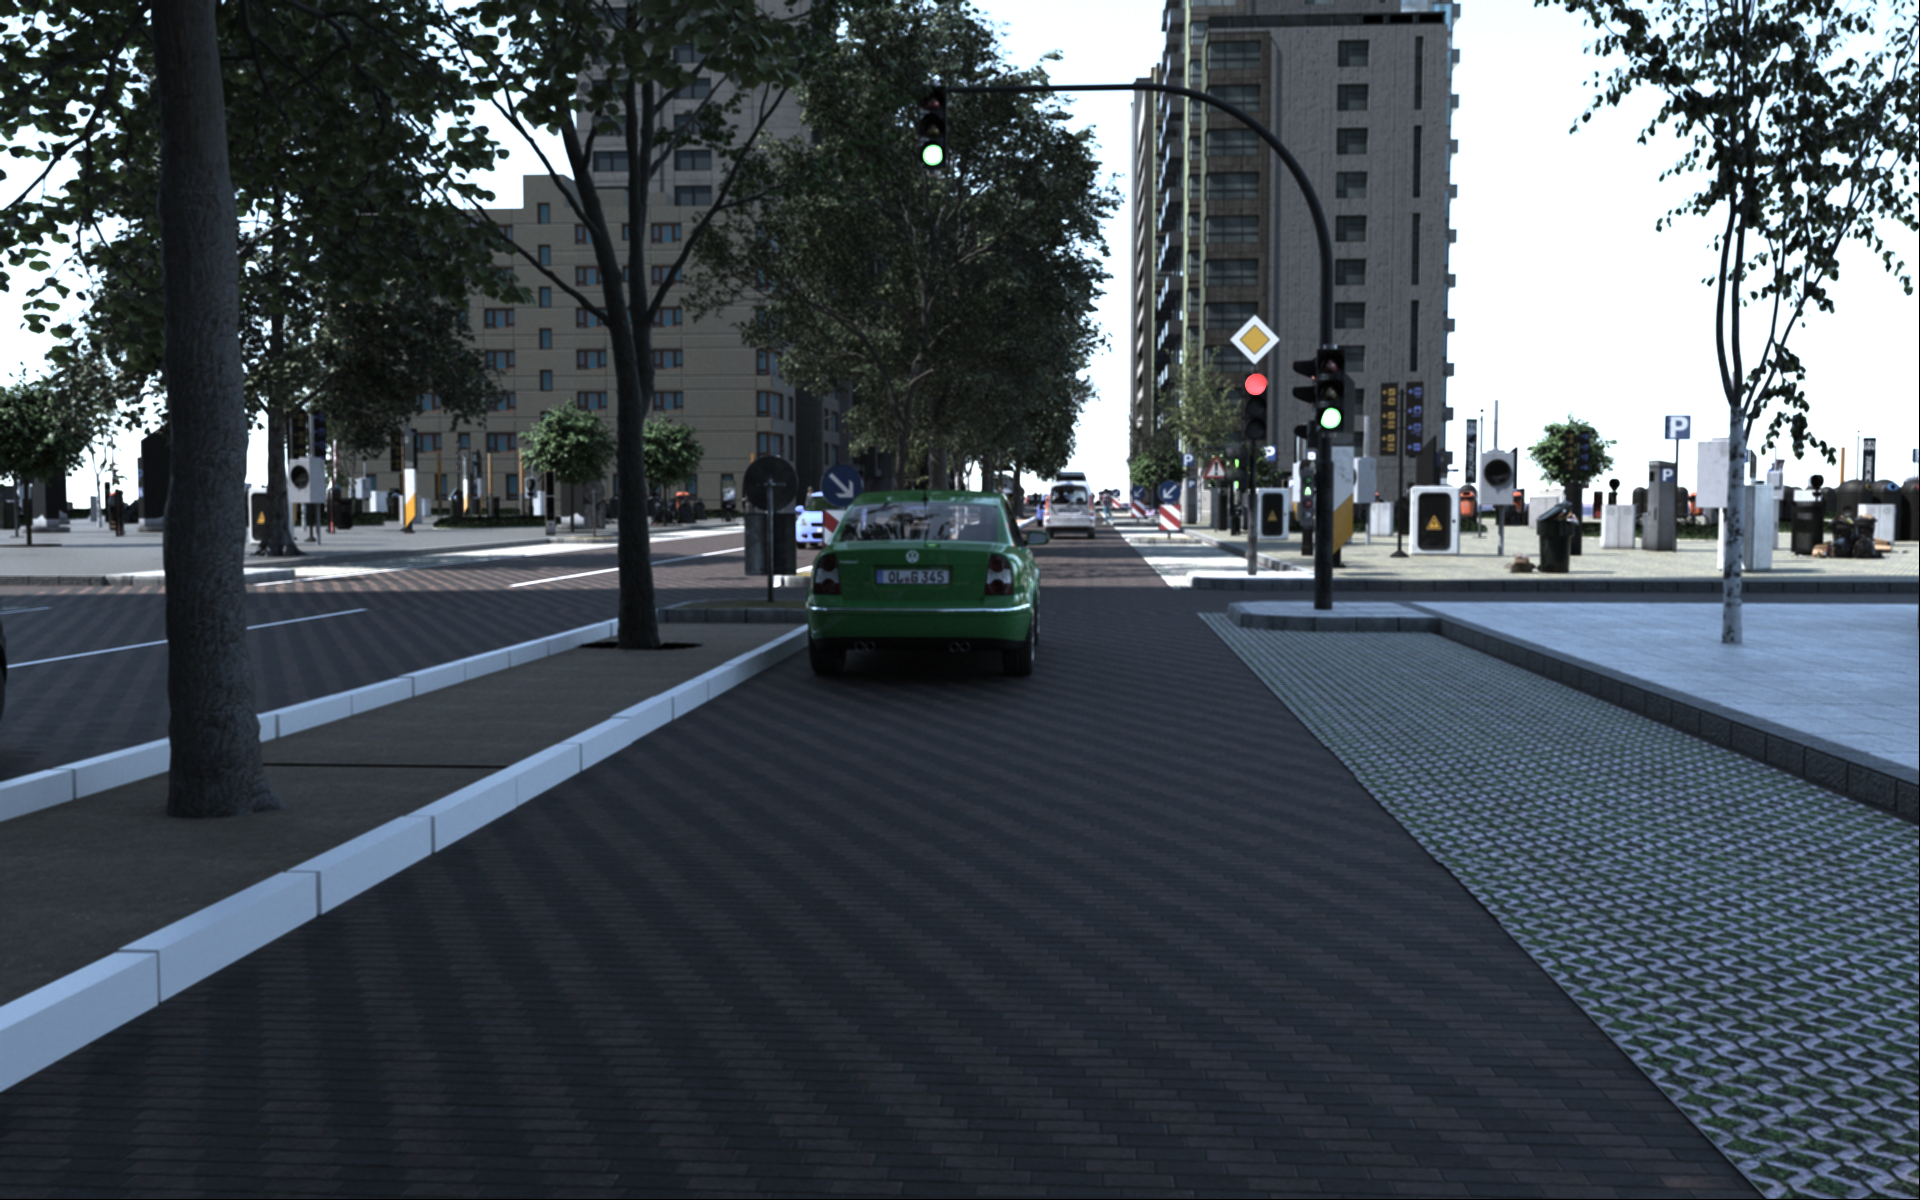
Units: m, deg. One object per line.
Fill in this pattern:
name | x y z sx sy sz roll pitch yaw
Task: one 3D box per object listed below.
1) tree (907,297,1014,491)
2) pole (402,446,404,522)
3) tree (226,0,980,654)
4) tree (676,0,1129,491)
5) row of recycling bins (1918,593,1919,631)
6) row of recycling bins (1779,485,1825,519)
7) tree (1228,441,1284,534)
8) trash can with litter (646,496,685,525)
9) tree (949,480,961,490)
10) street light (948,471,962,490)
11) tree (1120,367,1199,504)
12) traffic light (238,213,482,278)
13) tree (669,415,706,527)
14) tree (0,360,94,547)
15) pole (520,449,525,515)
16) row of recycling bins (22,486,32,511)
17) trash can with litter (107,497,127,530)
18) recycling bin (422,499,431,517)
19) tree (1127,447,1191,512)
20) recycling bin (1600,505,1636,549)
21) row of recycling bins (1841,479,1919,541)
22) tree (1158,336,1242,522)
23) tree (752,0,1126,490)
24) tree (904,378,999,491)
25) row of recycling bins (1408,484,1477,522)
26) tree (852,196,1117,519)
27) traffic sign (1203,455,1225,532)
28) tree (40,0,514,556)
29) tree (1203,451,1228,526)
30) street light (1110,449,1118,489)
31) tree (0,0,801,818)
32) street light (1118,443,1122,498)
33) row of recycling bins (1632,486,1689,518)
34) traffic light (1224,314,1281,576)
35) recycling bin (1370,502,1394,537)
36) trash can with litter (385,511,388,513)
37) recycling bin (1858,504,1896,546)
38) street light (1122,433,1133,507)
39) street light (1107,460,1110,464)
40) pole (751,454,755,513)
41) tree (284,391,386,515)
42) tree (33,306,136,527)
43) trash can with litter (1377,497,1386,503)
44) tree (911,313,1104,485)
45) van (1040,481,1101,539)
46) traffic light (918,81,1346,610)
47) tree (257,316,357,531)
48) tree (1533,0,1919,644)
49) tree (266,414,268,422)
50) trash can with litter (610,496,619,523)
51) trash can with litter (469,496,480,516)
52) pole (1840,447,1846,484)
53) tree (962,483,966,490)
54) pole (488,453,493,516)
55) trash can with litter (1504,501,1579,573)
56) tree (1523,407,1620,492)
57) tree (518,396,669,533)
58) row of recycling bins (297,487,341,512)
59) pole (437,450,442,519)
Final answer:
tree | -0.039 -5.904 49.353 4.360 8.622 3.978 0 3 0
pole | -23.116 -4.793 72.204 0.158 3.312 0.155 0 3 0
tree | -3.081 -5.359 15.831 9.928 11.665 9.643 0 3 0
tree | -1.225 -5.790 31.528 8.767 10.594 7.601 0 4 4
row of recycling bins | 10.080 -0.586 16.696 1.069 1.692 3.534 3 5 43
row of recycling bins | 45.390 -5.166 91.573 3.534 1.692 1.069 -1 4 -11
tree | 9.734 -3.788 56.531 1.663 3.219 1.824 0 3 0
trash can with litter | -12.565 -3.743 72.248 2.233 1.210 1.678 -1 4 -16
tree | -1.316 -13.899 221.851 1.663 3.219 1.824 0 3 0
street light | -0.850 -14.590 211.080 1.470 5.913 1.316 0 4 4
tree | 11.398 -8.992 97.376 4.360 8.622 3.978 0 3 0
traffic light | -10.189 -3.277 28.254 4.771 5.953 1.251 0 4 4
tree | -11.695 -5.185 68.482 4.285 4.588 4.351 0 3 0
tree | -22.979 -3.604 42.638 4.285 4.588 4.351 0 3 0
pole | -19.871 -5.186 78.633 0.158 3.312 0.155 0 3 0
row of recycling bins | -48.774 -5.089 90.310 1.069 1.692 3.534 0 4 -1
trash can with litter | -30.174 -3.097 62.023 0.624 1.170 1.055 -2 4 -26
recycling bin | -29.996 -5.142 96.632 0.722 1.027 0.722 1 4 10
tree | 13.474 -8.486 122.467 4.285 4.588 4.351 0 3 0
recycling bin | 15.464 -1.722 40.706 0.722 1.027 0.722 1 4 17
row of recycling bins | 25.770 -2.472 47.525 3.534 1.692 1.069 0 4 -6
tree | 11.167 -7.948 80.318 4.737 8.622 4.395 0 3 0
tree | -0.469 -8.109 41.697 9.857 13.997 8.962 0 3 0
tree | 0.207 -6.284 55.556 4.737 8.622 4.395 0 3 0
row of recycling bins | 20.192 -4.005 72.601 1.069 1.692 3.534 -2 4 -32
tree | 0.991 -8.872 64.517 9.611 12.733 9.660 0 3 0
traffic sign | 8.597 -3.556 58.138 0.884 2.594 0.081 0 4 7
tree | -14.158 -7.270 35.872 9.611 12.733 9.660 0 3 0
tree | 10.574 -4.650 70.626 1.663 3.219 1.824 0 3 0
street light | 17.636 -13.418 191.931 1.470 5.913 1.316 0 4 4
tree | -3.270 -5.286 7.004 7.486 12.596 7.792 0 3 0
street light | 15.114 -11.176 155.272 1.470 5.913 1.316 0 4 4
row of recycling bins | 37.806 -5.289 93.595 1.069 1.692 3.534 -2 4 -27
traffic light | 4.588 -2.341 27.199 0.839 4.253 0.868 0 4 4
recycling bin | 12.713 -2.435 52.371 0.722 1.027 0.722 1 4 20
trash can with litter | -31.500 -5.174 95.986 1.055 1.170 0.624 -3 5 -39
recycling bin | 22.837 -1.873 43.173 0.722 1.027 0.722 1 4 17
street light | 13.363 -9.765 132.205 1.470 5.913 1.316 0 4 4
street light | 19.389 -14.855 215.417 1.470 5.913 1.316 0 4 4
pole | -10.470 -5.736 87.621 0.158 3.312 0.155 0 3 0
tree | -26.239 -7.594 74.532 4.360 8.622 3.978 0 3 0
tree | -33.607 -7.140 67.105 4.737 8.622 4.395 0 3 0
trash can with litter | 14.874 -2.961 59.800 1.055 1.170 0.624 0 4 7
tree | 2.035 -10.678 87.406 12.009 13.543 11.850 0 3 0
van | 3.602 -3.031 56.569 2.013 2.044 4.112 0 4 5
traffic light | 1.935 -2.726 19.238 4.771 5.953 1.251 0 4 4
tree | -22.558 -6.695 59.829 4.737 8.622 4.395 0 3 0
tree | 6.871 -3.927 14.569 4.360 8.622 3.978 0 3 0
tree | -36.102 -8.811 94.415 4.360 8.622 3.978 0 3 0
trash can with litter | -15.665 -4.014 76.688 2.233 1.210 1.678 -3 5 -40
trash can with litter | -23.092 -4.299 81.344 2.233 1.210 1.678 1 4 14
pole | 37.993 -4.940 74.609 0.158 3.312 0.155 0 3 0
tree | 0.442 -15.330 245.239 1.663 3.219 1.824 0 3 0
pole | -23.433 -5.667 86.506 0.158 3.312 0.155 0 3 0
trash can with litter | 9.462 -1.028 28.196 1.055 1.170 0.624 0 4 2
tree | 23.165 -5.026 65.893 4.285 4.588 4.351 0 3 0
tree | -12.873 -4.522 57.656 4.285 4.588 4.351 0 3 0
row of recycling bins | -36.689 -5.591 98.522 3.534 1.692 1.069 2 4 24
pole | -24.090 -5.280 80.164 0.158 3.312 0.155 0 3 0
